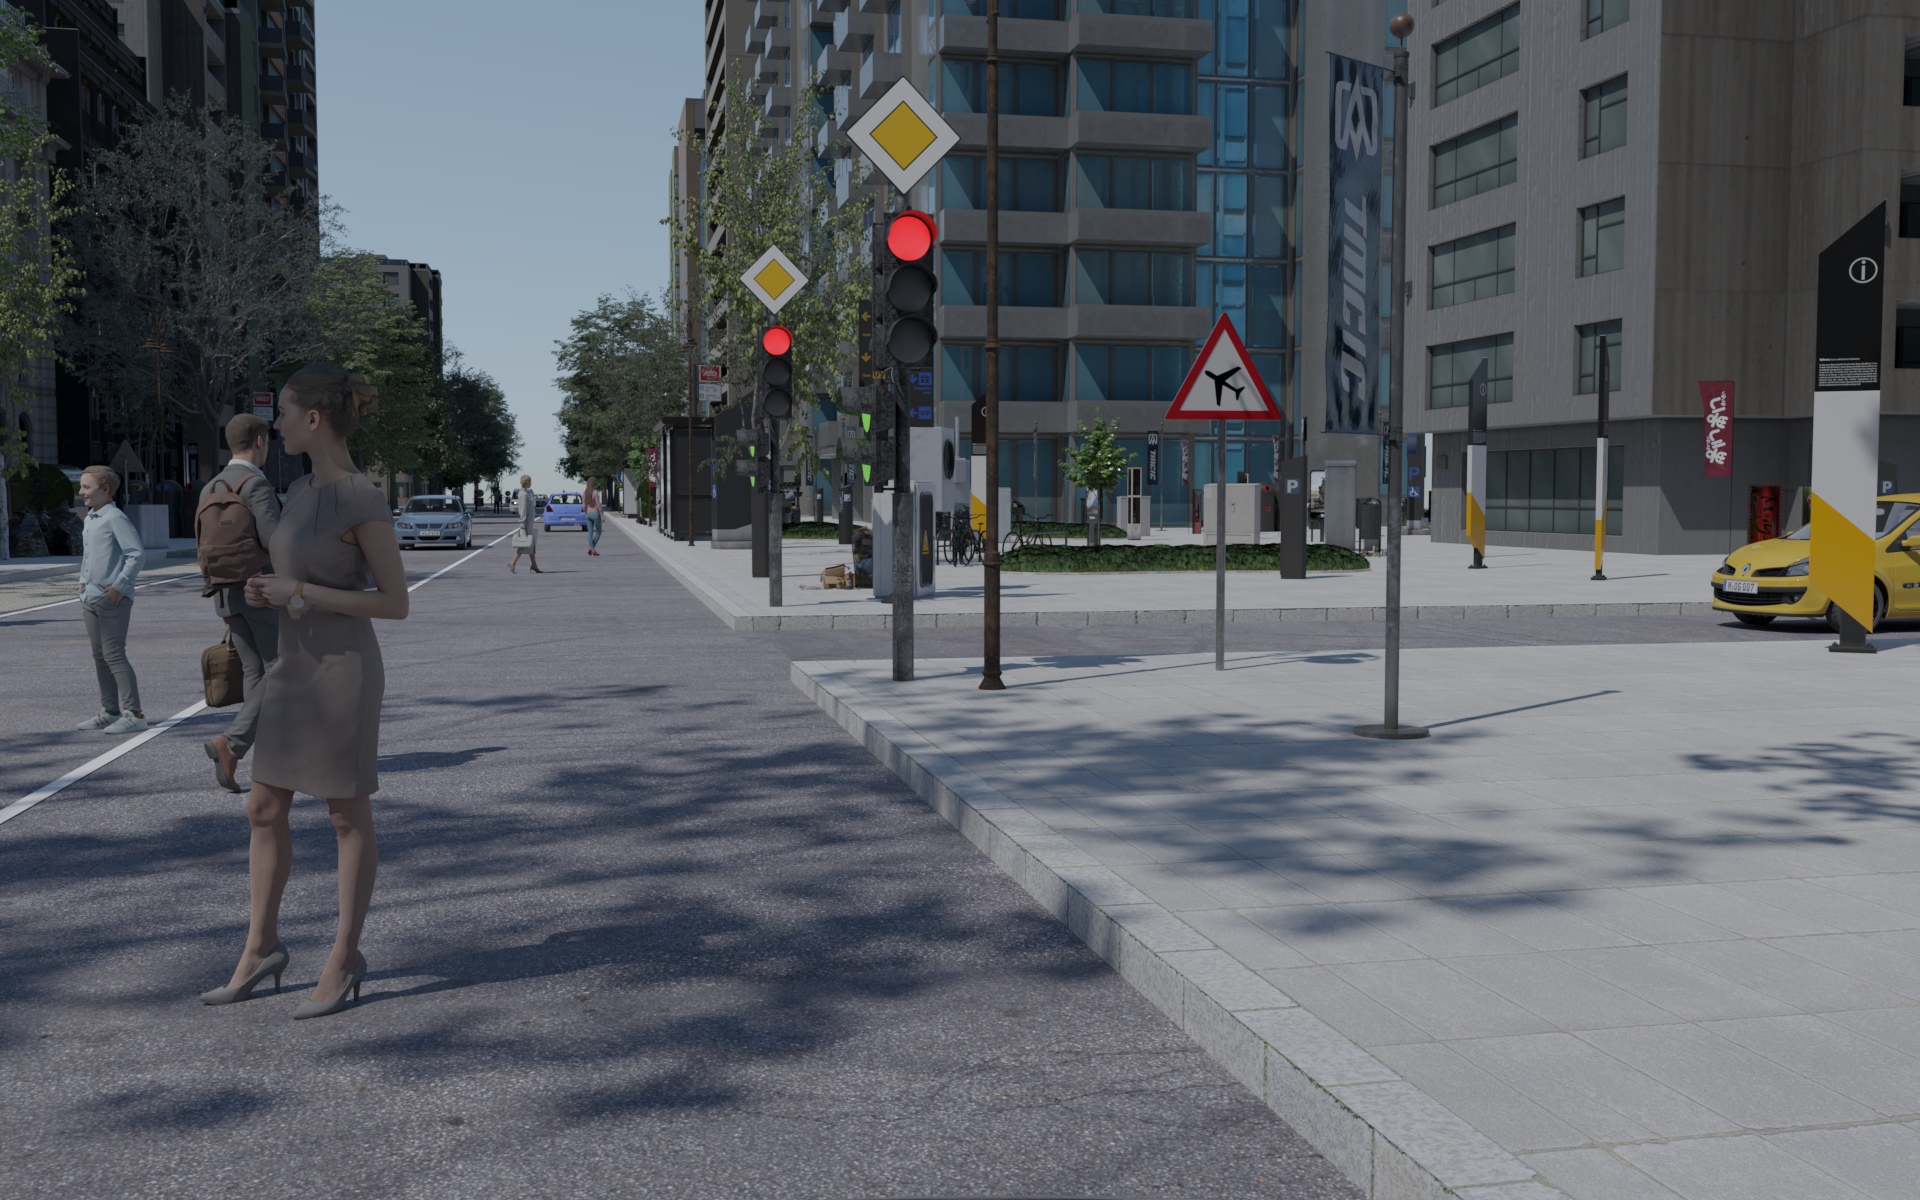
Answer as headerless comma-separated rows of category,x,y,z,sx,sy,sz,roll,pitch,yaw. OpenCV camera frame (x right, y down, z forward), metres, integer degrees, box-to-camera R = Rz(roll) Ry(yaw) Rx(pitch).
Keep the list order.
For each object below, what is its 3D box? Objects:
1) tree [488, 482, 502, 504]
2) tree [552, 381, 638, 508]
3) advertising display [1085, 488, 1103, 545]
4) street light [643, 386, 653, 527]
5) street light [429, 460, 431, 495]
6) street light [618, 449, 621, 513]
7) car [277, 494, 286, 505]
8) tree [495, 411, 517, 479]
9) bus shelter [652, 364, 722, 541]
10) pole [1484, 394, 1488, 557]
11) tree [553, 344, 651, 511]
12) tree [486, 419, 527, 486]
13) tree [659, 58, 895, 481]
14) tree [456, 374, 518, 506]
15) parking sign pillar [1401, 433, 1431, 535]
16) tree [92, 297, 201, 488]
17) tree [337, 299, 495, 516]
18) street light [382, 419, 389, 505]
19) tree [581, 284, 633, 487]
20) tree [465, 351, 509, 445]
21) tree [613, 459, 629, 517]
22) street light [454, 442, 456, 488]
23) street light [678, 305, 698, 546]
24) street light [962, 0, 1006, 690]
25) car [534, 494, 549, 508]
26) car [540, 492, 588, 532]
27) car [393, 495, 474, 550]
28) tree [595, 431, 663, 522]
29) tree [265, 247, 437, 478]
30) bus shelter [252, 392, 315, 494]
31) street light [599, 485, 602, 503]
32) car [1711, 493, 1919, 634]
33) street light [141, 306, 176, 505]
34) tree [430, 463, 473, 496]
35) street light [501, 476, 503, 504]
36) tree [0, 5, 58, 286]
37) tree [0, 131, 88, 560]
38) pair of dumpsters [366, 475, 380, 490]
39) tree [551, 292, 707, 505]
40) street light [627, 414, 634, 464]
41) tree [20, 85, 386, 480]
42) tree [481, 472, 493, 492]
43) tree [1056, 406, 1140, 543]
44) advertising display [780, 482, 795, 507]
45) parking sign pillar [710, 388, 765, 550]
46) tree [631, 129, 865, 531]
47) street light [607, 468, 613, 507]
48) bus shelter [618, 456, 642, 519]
tree,-61.345,-14.312,228.603,1.663,3.219,1.824,0,3,0
tree,-31.347,-14.987,155.407,12.009,13.543,11.850,0,3,0
advertising display,3.231,-2.235,41.761,0.123,1.923,0.974,-1,4,-14
street light,-12.121,-5.801,67.636,0.468,5.910,1.993,-1,4,-12
street light,-35.809,-8.817,116.944,0.468,5.910,1.993,-1,4,-12
street light,-23.052,-8.823,117.049,0.468,5.910,1.993,-1,4,-12
car,-10.533,-0.947,27.279,2.131,1.459,4.920,-1,4,-12
tree,-44.705,-14.576,155.322,9.611,12.733,9.660,0,3,0
bus shelter,-7.894,-4.492,51.074,2.179,5.291,8.768,-1,4,-12
pole,10.603,-2.530,35.202,0.158,3.312,0.155,0,3,0
tree,-25.909,-13.080,130.857,9.611,12.733,9.660,0,3,0
tree,-63.851,-19.181,239.364,9.928,11.665,9.643,0,3,0
tree,-3.048,-4.882,30.176,4.737,8.622,4.395,0,3,0
tree,-51.480,-16.955,183.873,9.857,13.997,8.962,0,3,0
parking sign pillar,14.340,-4.035,54.451,1.447,3.967,1.447,1,4,20
tree,-30.300,-6.975,64.404,4.360,8.622,3.978,0,3,0
tree,-33.566,-11.311,101.944,9.611,12.733,9.660,0,3,0
street light,-30.433,-7.294,92.040,0.468,5.910,1.993,-1,4,-12
tree,-10.576,-6.654,59.159,4.360,8.622,3.978,0,3,0
tree,-38.961,-13.404,129.524,12.009,13.543,11.850,0,3,0
tree,-18.287,-6.157,95.266,1.663,3.219,1.824,0,3,0
street light,-41.333,-10.338,141.815,0.468,5.910,1.993,-1,4,-12
street light,-6.608,-4.261,42.451,0.468,5.910,1.993,-1,4,-12
street light,0.211,-2.351,11.228,0.468,5.910,1.993,-1,4,-12
car,-40.020,-9.507,165.225,2.009,1.686,4.222,-1,4,-14
car,-15.193,-3.499,66.803,1.945,1.707,3.694,-1,4,-14
car,-13.848,-2.060,45.688,2.014,1.417,4.499,-1,4,-13
tree,-13.879,-5.903,80.227,4.285,4.588,4.351,0,3,0
tree,-28.356,-9.921,80.330,7.486,12.596,7.792,0,3,0
bus shelter,-27.179,-5.694,70.721,2.179,5.291,8.768,-1,4,-12
street light,-40.527,-13.724,197.173,0.468,5.910,1.993,-1,4,-12
car,10.129,-0.517,18.685,3.980,1.641,2.015,-1,4,-14
street light,-19.682,-4.274,42.660,0.468,5.910,1.993,-1,4,-12
tree,-42.737,-9.895,145.494,4.285,4.588,4.351,0,3,0
street light,-59.051,-15.314,223.173,0.468,5.910,1.993,-1,4,-12
tree,-16.413,-5.994,23.763,9.928,11.665,9.643,0,3,0
tree,-18.652,-5.065,33.167,4.737,8.622,4.395,0,3,0
pair of dumpsters,-30.551,-5.250,88.327,1.574,2.255,4.437,-1,4,-12
tree,-20.650,-12.302,107.796,9.857,13.997,8.962,0,3,0
street light,-17.647,-7.328,92.600,0.468,5.910,1.993,-1,4,-12
tree,-22.669,-8.686,52.392,12.009,13.543,11.850,0,3,0
tree,-58.900,-16.286,216.632,4.737,8.622,4.395,0,3,0
tree,3.045,-2.668,38.224,1.663,3.219,1.824,0,3,0
advertising display,-9.242,-5.347,92.634,0.974,1.923,0.123,-3,5,-40
parking sign pillar,-5.139,-3.190,40.624,1.447,3.967,1.447,-2,4,-23
tree,-3.981,-5.224,35.774,4.360,8.622,3.978,0,3,0
street light,-28.479,-10.346,141.941,0.468,5.910,1.993,-1,4,-12
bus shelter,-16.179,-5.719,87.433,2.014,3.302,5.546,-1,4,-12
